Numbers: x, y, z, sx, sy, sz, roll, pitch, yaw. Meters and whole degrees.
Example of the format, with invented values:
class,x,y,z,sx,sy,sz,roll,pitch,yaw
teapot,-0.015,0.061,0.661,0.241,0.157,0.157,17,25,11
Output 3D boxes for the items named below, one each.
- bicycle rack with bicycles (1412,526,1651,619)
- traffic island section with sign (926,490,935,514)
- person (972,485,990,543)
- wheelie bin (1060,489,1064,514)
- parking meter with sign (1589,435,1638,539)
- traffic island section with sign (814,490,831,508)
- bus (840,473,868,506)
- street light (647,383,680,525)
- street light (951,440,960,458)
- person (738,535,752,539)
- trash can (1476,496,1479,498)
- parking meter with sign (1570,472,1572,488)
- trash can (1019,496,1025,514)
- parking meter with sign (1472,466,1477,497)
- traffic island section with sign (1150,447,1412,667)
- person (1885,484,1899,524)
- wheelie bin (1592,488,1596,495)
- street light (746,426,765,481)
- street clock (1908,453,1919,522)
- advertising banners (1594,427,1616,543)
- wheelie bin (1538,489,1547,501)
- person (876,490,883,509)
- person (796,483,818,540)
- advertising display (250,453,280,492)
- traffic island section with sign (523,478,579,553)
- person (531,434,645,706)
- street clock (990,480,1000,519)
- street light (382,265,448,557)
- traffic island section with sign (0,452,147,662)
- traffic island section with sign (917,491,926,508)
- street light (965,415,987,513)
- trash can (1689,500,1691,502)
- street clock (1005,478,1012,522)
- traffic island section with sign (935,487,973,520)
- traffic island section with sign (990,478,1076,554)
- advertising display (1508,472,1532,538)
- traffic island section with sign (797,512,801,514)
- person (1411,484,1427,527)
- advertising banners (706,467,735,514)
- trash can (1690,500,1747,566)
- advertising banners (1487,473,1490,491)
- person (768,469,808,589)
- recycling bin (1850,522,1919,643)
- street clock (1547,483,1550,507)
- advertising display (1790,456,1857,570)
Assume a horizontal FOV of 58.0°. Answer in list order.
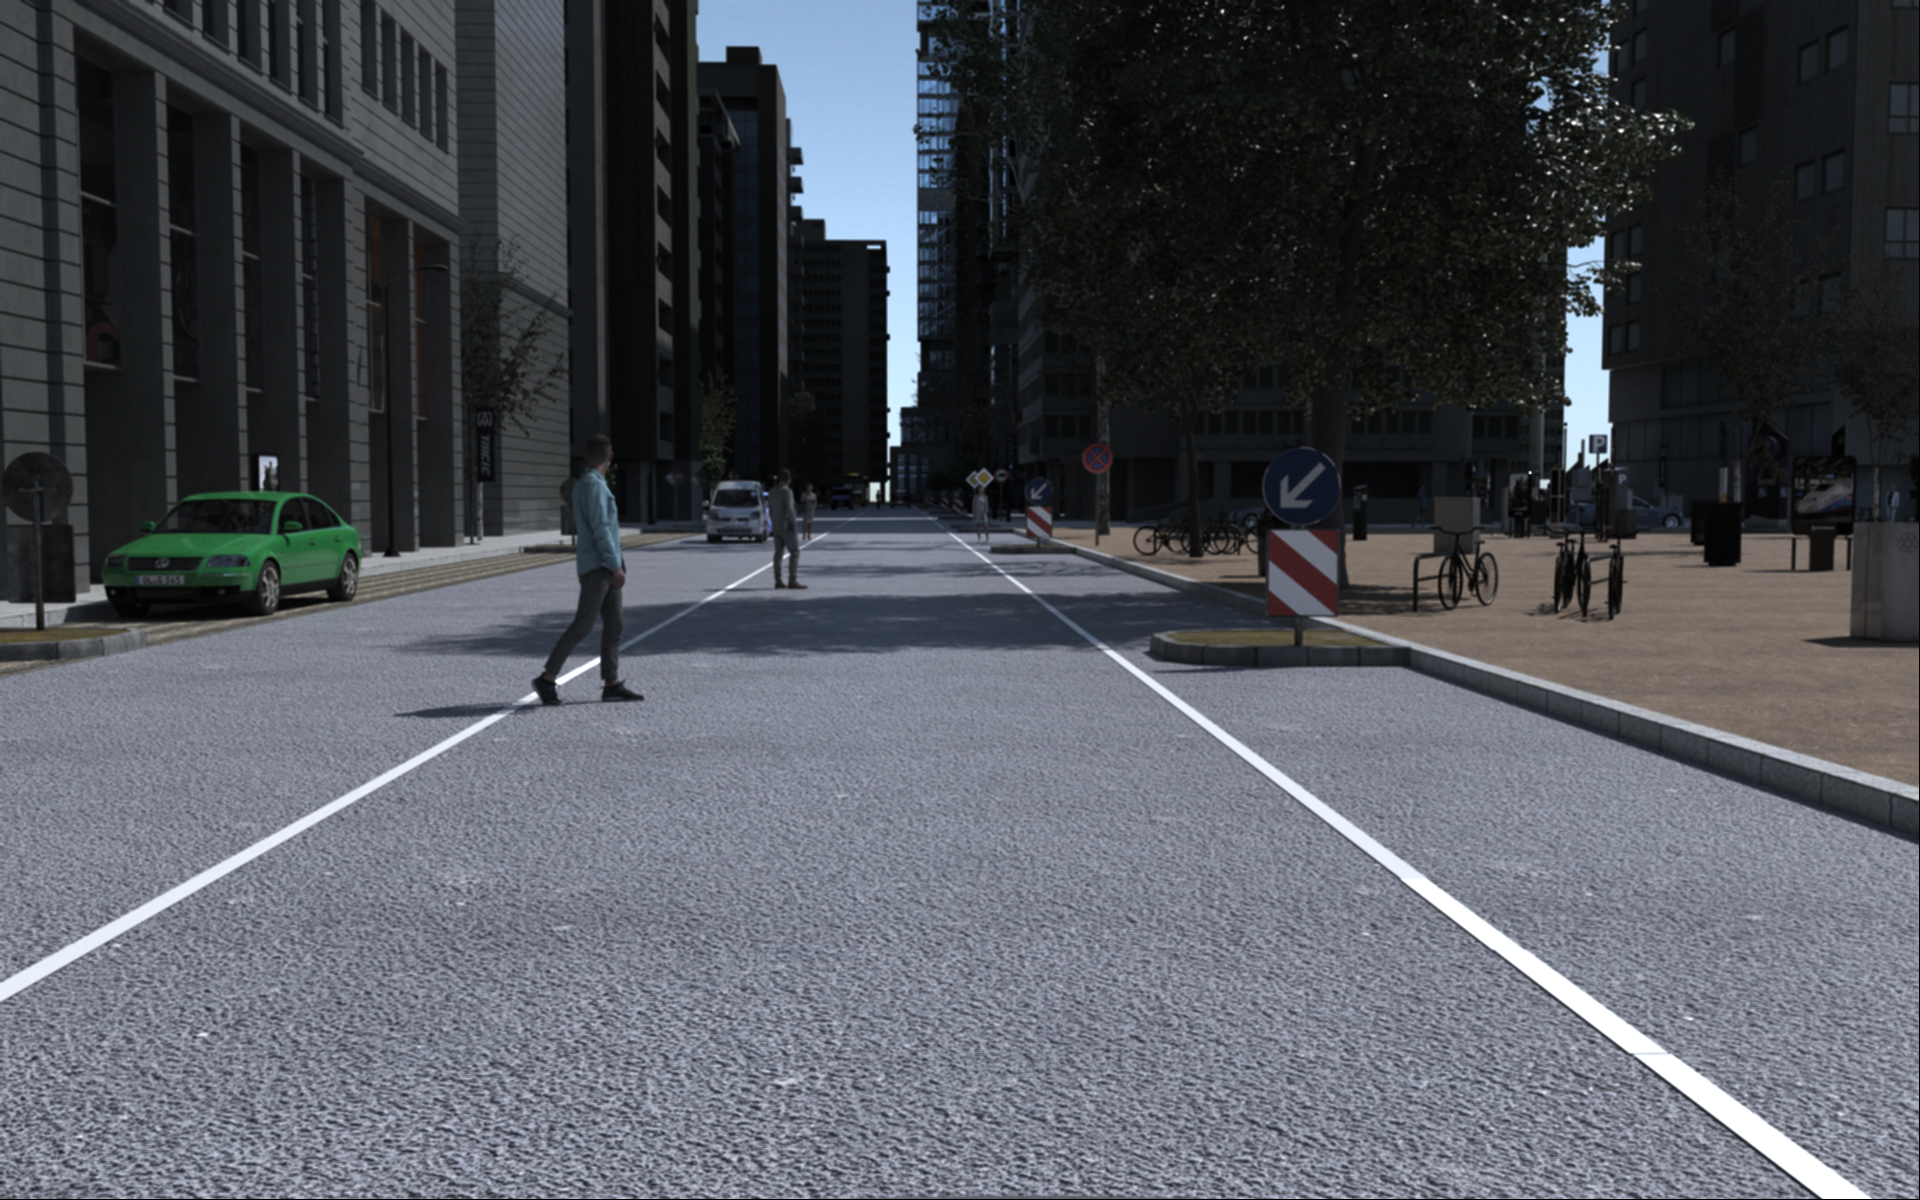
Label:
class,x,y,z,sx,sy,sz,roll,pitch,yaw
bicycle rack with bicycles,6.348,-0.357,19.227,2.852,0.926,2.925,2,4,31
traffic island section with sign,-1.245,-7.137,125.323,1.989,1.847,2.006,0,4,-2
person,0.613,-2.546,51.134,0.512,1.701,0.522,0,4,-2
wheelie bin,6.673,-6.414,112.769,0.980,1.594,0.693,3,5,44
parking meter with sign,18.948,-3.295,50.131,0.543,3.016,1.738,-1,4,-15
traffic island section with sign,-14.301,-10.146,174.521,1.989,1.847,2.006,0,4,-2
bus,-12.368,-13.017,204.370,2.896,3.916,12.252,0,4,-1
street light,-12.436,-6.128,72.734,1.470,5.913,1.316,0,4,-2
street light,-0.589,-10.729,147.962,1.470,5.913,1.316,0,4,-2
person,-6.791,-2.842,54.883,0.656,1.842,0.836,-2,4,-26
trash can,39.618,-7.527,134.715,0.748,1.137,0.748,0,3,0
parking meter with sign,50.988,-9.024,143.804,1.738,3.016,0.543,-1,4,-21
trash can,4.177,-6.172,112.567,0.748,1.137,0.748,0,3,0
parking meter with sign,31.586,-6.770,106.953,0.543,3.016,1.738,1,4,17
traffic island section with sign,2.736,-0.409,15.320,1.989,1.847,2.006,0,4,-2
person,38.882,-3.909,72.289,0.514,1.842,0.818,2,4,28
wheelie bin,33.148,-5.101,91.301,0.980,1.594,0.693,-1,4,-12
street light,-14.036,-8.932,118.583,1.470,5.913,1.316,0,4,-2
street clock,17.033,-1.602,30.767,0.358,2.002,0.471,3,5,40
advertising banners,17.166,-3.047,46.011,0.090,3.025,2.074,1,4,10
wheelie bin,36.026,-6.102,107.674,0.693,1.594,0.980,-1,4,-18
person,-7.921,-9.803,168.718,0.705,1.831,1.348,-2,4,-31
person,-4.813,-2.784,54.380,0.716,1.782,0.532,-2,4,-23
advertising display,-10.939,-1.352,27.318,0.123,1.923,0.974,0,4,-3
traffic island section with sign,-9.529,-2.073,42.529,1.989,1.847,2.006,0,4,-2
person,-2.553,-0.215,11.882,0.748,1.841,0.638,0,4,-7
street clock,1.762,-5.103,88.004,0.471,2.002,0.358,2,4,32
street light,-11.086,-3.837,35.275,1.470,5.913,1.316,0,4,-2
traffic island section with sign,-8.551,-0.426,15.592,1.989,1.847,2.006,0,4,-2
traffic island section with sign,-3.089,-10.233,175.943,1.989,1.847,2.006,0,4,-2
street light,0.974,-7.925,102.112,1.470,5.913,1.316,0,4,-2
trash can,18.652,-1.942,43.411,0.748,1.137,0.748,0,3,0
street clock,2.247,-4.632,80.306,0.358,2.002,0.471,1,4,8
traffic island section with sign,-0.257,-5.467,98.019,1.989,1.847,2.006,0,4,-2
traffic island section with sign,1.756,-2.057,42.258,1.989,1.847,2.006,0,4,-2
advertising display,16.388,-2.783,50.711,0.123,1.923,0.974,-1,4,-18
traffic island section with sign,-12.520,-7.134,125.271,1.989,1.847,2.006,0,4,-2
person,18.405,-3.718,69.318,0.654,1.822,0.581,1,4,14
advertising banners,-15.624,-7.145,113.010,2.074,3.025,0.090,1,4,17
trash can,13.632,-1.180,30.945,0.748,1.137,0.748,0,3,0
advertising banners,43.683,-9.077,144.589,2.074,3.025,0.090,-3,4,-38
person,-2.660,-1.079,26.243,0.635,1.810,0.391,3,4,39
recycling bin,8.347,-0.163,15.225,0.722,1.027,0.722,0,4,4
street clock,38.935,-6.709,114.262,0.358,2.002,0.471,3,4,39
advertising display,14.535,-1.466,29.178,0.974,1.923,0.123,1,4,17
